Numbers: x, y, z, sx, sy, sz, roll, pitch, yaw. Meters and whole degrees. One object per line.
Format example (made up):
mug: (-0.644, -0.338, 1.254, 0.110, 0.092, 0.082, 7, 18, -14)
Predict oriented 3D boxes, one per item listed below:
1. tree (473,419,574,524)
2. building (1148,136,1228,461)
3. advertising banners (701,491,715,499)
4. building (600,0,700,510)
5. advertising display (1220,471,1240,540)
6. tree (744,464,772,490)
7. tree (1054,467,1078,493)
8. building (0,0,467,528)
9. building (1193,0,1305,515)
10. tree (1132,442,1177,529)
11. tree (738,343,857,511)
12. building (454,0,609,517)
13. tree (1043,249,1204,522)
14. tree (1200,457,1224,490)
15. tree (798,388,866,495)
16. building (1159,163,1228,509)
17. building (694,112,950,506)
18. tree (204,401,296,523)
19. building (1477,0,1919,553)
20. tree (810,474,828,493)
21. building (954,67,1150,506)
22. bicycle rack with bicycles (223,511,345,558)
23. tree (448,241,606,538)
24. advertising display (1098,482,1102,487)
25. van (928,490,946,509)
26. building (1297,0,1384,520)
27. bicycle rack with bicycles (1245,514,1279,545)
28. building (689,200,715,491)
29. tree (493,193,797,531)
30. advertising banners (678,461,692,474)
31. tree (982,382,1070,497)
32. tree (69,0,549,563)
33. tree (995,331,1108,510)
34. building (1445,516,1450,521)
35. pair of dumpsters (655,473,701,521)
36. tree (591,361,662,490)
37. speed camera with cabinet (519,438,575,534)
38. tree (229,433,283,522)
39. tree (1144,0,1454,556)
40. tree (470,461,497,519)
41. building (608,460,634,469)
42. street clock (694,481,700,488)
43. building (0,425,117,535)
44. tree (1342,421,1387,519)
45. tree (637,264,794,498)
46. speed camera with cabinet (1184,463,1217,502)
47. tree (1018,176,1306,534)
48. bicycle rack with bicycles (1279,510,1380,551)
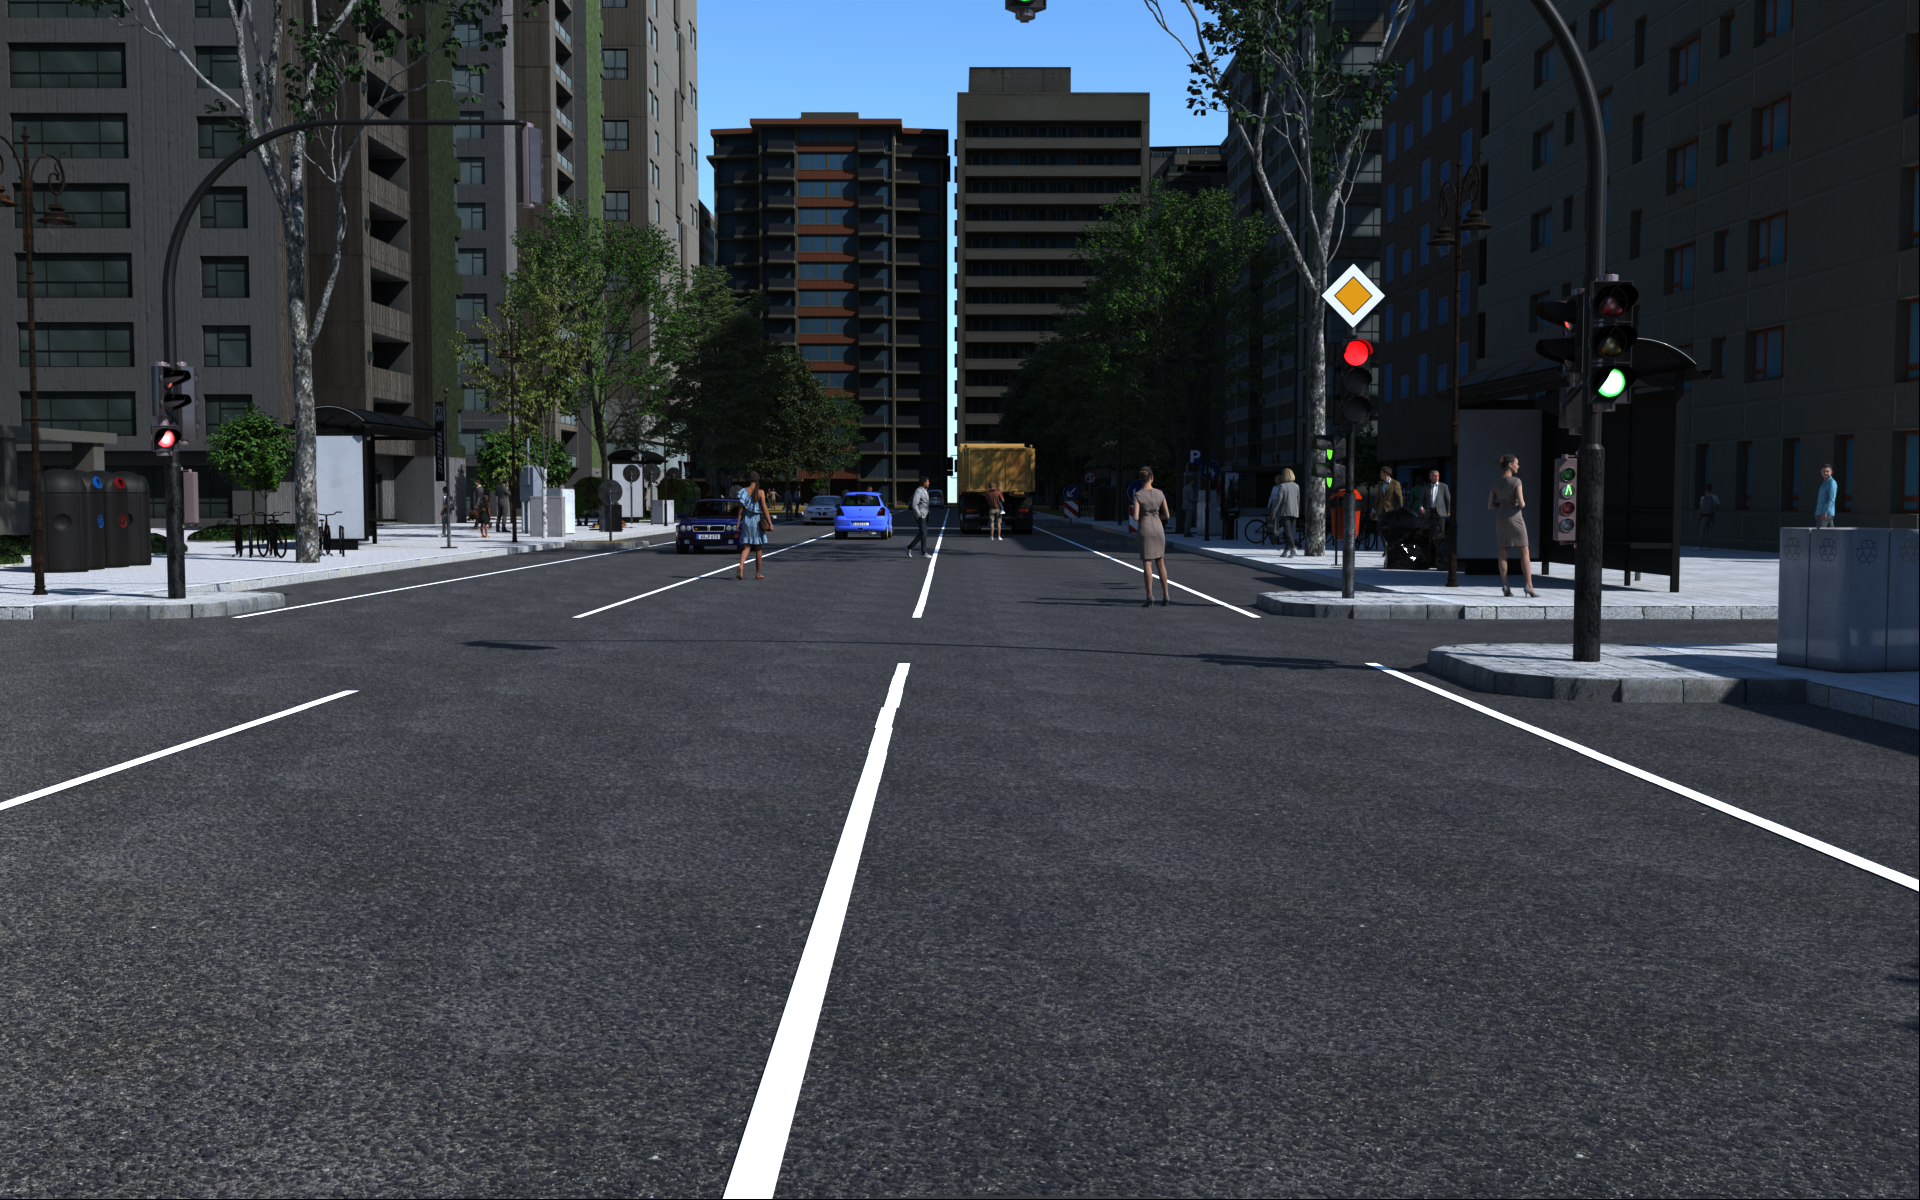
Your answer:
tree: (-19.697, -5.645, 76.002, 4.285, 4.588, 4.351, 0, 3, 0)
building: (28.019, -31.422, 197.340, 14.086, 41.232, 14.154, 0, 4, 0)
advertising banners: (-14.099, -5.993, 94.171, 2.074, 3.025, 0.090, -2, 4, -35)
building: (-37.070, -34.110, 146.938, 27.495, 52.752, 28.713, 0, 4, 0)
advertising display: (7.579, -2.653, 48.583, 0.123, 1.923, 0.974, 2, 4, 35)
tree: (-13.127, -7.107, 110.797, 1.663, 3.219, 1.824, 0, 3, 0)
tree: (7.583, -7.781, 121.815, 1.663, 3.219, 1.824, 0, 3, 0)
building: (-29.129, -18.240, 69.920, 14.160, 30.474, 14.107, 0, 4, 0)
building: (33.887, -27.064, 134.376, 32.217, 40.220, 23.993, 0, 4, 0)
tree: (7.512, -4.268, 64.376, 1.663, 3.219, 1.824, 0, 3, 0)
tree: (-13.096, -13.123, 131.565, 9.611, 12.733, 9.660, 0, 3, 0)
building: (-29.601, -25.680, 103.460, 14.154, 41.232, 14.086, 0, 4, 0)
tree: (7.522, -9.950, 80.817, 7.486, 12.596, 7.792, 0, 3, 0)
tree: (13.294, -5.904, 91.125, 1.663, 3.219, 1.824, 0, 3, 0)
tree: (-13.045, -14.977, 170.625, 9.928, 11.665, 9.643, 0, 3, 0)
building: (24.577, -23.407, 154.399, 14.160, 30.474, 14.107, 0, 4, 0)
building: (-15.551, -33.454, 201.597, 28.867, 44.769, 22.147, 0, 4, 0)
tree: (-25.003, -4.756, 61.470, 4.285, 4.588, 4.351, 0, 3, 0)
building: (32.331, -12.274, 45.716, 28.899, 21.520, 27.650, 0, 4, 0)
tree: (-13.089, -10.240, 162.026, 1.663, 3.219, 1.824, 0, 3, 0)
building: (10.161, -35.292, 200.722, 21.600, 48.544, 21.300, 0, 4, 0)
bicycle rack with bicycles: (-13.859, -1.372, 35.807, 2.852, 0.926, 2.925, -1, 4, -20)
tree: (-12.251, -6.099, 50.081, 4.737, 8.622, 4.395, 0, 3, 0)
advertising display: (7.262, -5.175, 89.824, 0.123, 1.923, 0.974, 1, 4, 12)
van: (-2.371, -9.688, 165.405, 2.013, 2.044, 4.112, 0, 4, 0)
building: (24.608, -24.794, 88.979, 14.154, 41.232, 14.086, 0, 4, 0)
bicycle rack with bicycles: (8.697, -1.890, 44.282, 2.925, 0.926, 2.852, 2, 4, 24)
building: (-41.997, -31.432, 205.802, 23.993, 40.220, 32.217, 0, 4, 0)
tree: (-12.711, -8.278, 61.102, 9.928, 11.665, 9.643, 0, 3, 0)
advertising banners: (-14.555, -5.847, 91.786, 0.090, 3.025, 2.074, 1, 4, 12)
tree: (6.721, -15.620, 172.390, 9.611, 12.733, 9.660, 0, 3, 0)
tree: (-12.979, -10.684, 30.572, 12.611, 20.169, 13.585, 0, 3, 0)
tree: (7.472, -14.084, 136.924, 9.857, 13.997, 8.962, 0, 3, 0)
building: (24.993, -25.483, 66.754, 14.600, 45.320, 14.200, 0, 4, 0)
pair of dumpsters: (-12.881, -4.683, 79.060, 1.574, 2.255, 4.437, 0, 4, 0)
tree: (-17.859, -8.796, 94.175, 4.360, 8.622, 3.978, 0, 3, 0)
speed camera with cabinet: (-13.282, -3.755, 55.723, 2.038, 3.252, 0.660, 3, 4, 36)
tree: (-21.939, -3.685, 54.847, 1.663, 3.219, 1.824, 0, 3, 0)
tree: (5.960, -11.001, 35.752, 12.611, 20.169, 13.585, 0, 3, 0)
tree: (-24.371, -5.736, 88.379, 1.663, 3.219, 1.824, 0, 3, 0)
building: (-33.913, -41.688, 119.844, 20.563, 71.187, 20.611, 0, 4, 0)
street clock: (-14.691, -5.621, 96.481, 0.358, 2.002, 0.471, -3, 4, -37)
building: (-40.027, -21.449, 42.580, 32.217, 40.220, 23.993, 0, 4, 0)
tree: (18.365, -5.743, 77.607, 4.285, 4.588, 4.351, 0, 3, 0)
tree: (-12.215, -10.292, 86.404, 7.486, 12.596, 7.792, 0, 3, 0)
speed camera with cabinet: (10.028, -4.788, 72.613, 0.660, 3.252, 2.038, -1, 4, -21)
tree: (7.210, -7.957, 55.856, 9.928, 11.665, 9.643, 0, 3, 0)
bicycle rack with bicycles: (8.891, -1.612, 39.739, 2.852, 0.926, 2.925, 0, 4, 8)
